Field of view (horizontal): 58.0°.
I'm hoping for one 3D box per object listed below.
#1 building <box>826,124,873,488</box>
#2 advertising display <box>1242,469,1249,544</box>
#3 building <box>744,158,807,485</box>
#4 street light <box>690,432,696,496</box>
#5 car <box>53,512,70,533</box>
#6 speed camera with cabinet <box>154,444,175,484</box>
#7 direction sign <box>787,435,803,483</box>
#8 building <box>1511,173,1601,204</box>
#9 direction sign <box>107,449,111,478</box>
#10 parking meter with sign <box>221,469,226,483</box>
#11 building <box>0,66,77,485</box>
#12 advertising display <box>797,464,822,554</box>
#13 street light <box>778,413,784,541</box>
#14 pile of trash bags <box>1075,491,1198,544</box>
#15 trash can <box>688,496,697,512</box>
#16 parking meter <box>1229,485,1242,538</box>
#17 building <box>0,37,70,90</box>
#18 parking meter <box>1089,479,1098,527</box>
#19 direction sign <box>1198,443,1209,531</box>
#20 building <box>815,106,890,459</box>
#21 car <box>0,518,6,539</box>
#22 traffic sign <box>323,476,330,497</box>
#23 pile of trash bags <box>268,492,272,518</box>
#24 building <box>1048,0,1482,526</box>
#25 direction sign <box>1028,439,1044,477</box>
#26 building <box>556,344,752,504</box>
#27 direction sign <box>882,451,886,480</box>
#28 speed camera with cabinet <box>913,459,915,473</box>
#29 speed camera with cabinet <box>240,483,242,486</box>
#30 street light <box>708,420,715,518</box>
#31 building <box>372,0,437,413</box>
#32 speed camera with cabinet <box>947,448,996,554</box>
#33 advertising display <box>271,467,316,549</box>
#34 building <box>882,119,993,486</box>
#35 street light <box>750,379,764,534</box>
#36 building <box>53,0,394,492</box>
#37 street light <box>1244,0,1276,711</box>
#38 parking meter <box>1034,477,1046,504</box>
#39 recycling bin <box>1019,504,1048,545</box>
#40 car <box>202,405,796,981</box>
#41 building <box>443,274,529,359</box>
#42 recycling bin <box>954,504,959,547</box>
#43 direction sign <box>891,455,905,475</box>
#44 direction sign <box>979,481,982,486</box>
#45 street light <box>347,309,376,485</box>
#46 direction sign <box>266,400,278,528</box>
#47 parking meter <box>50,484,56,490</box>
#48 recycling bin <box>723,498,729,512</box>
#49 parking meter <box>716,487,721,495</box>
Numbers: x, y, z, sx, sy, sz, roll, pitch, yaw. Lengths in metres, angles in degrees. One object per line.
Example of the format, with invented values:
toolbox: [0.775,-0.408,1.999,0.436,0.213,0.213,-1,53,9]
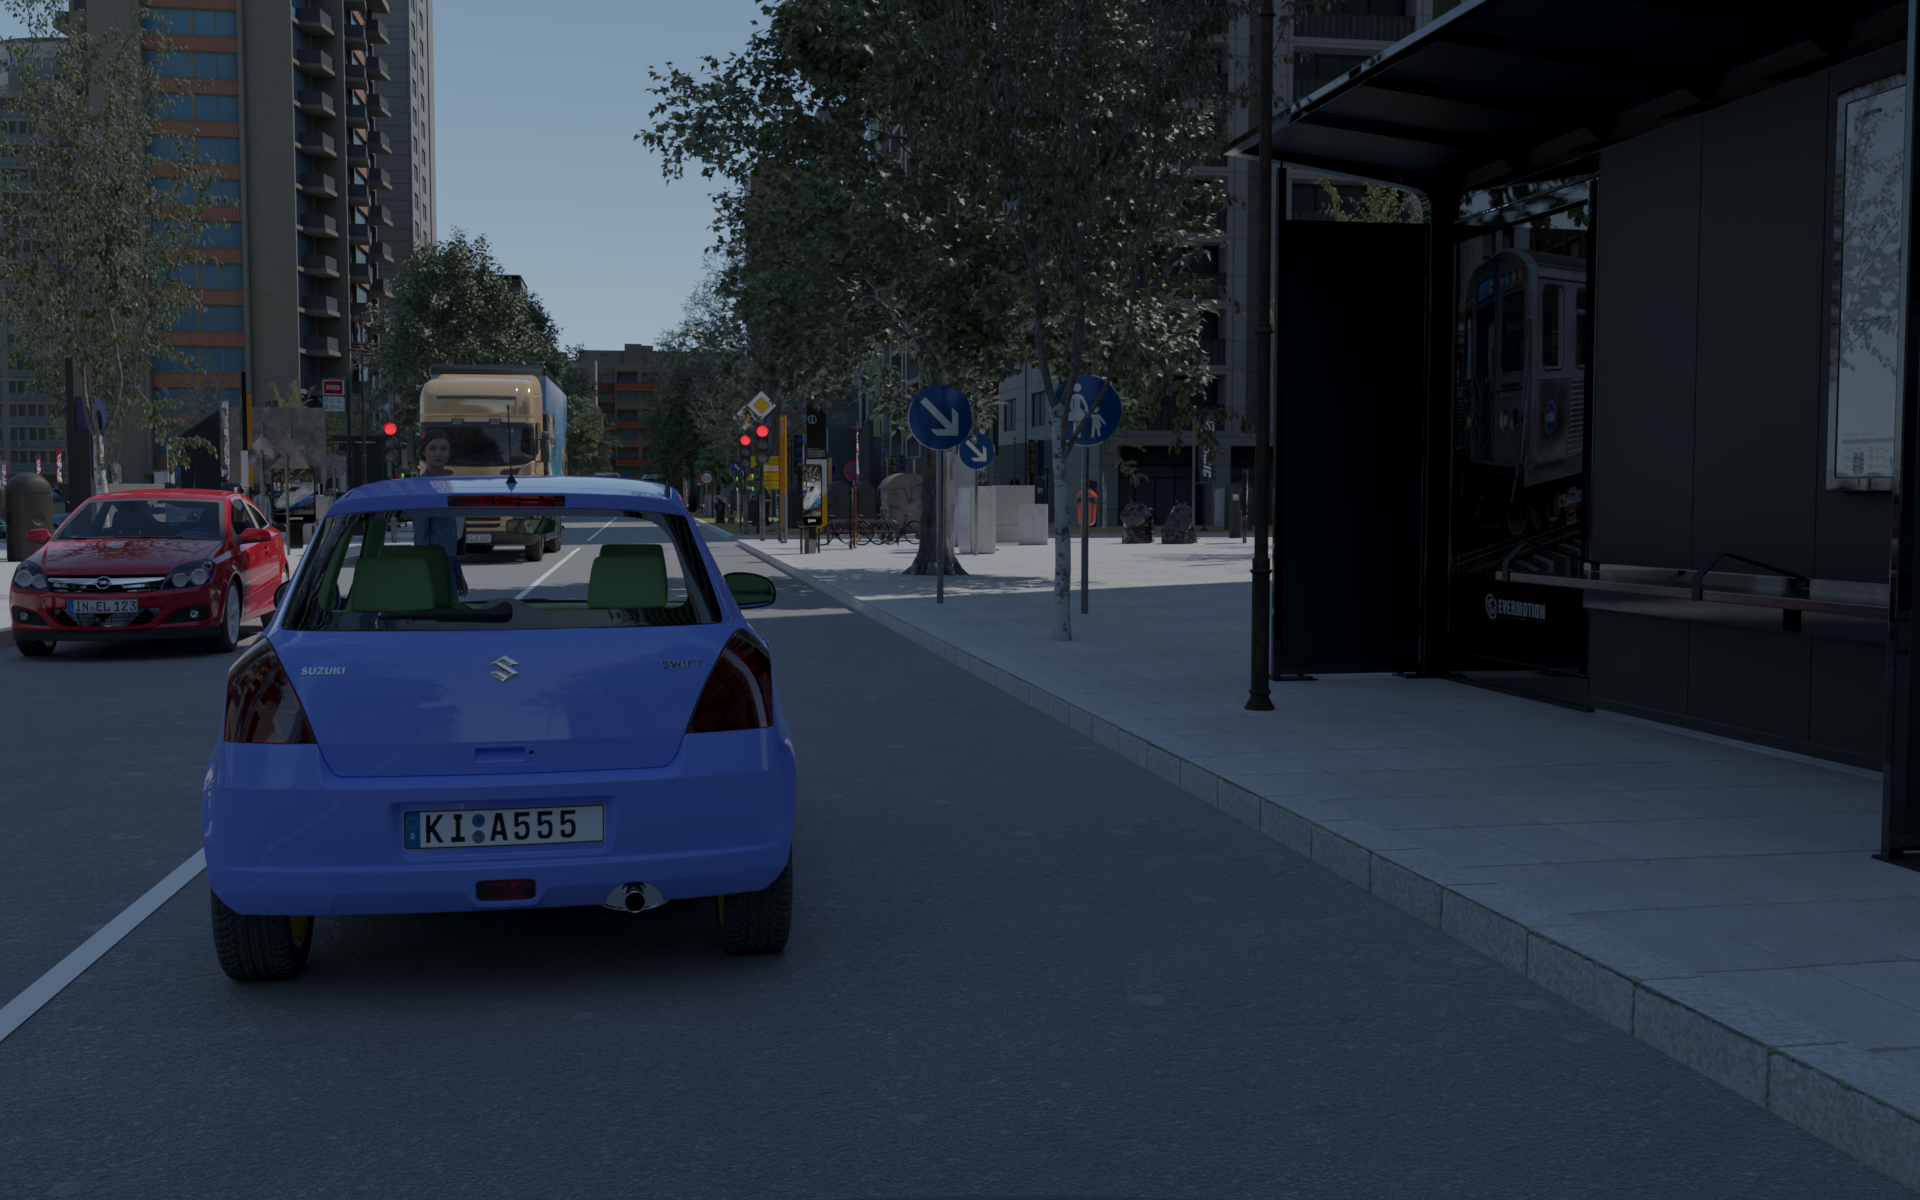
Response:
building: [-0.995,-52.059,163.838,22.319,86.520,31.000,-1,4,-10]
advertising display: [7.449,-2.449,45.256,0.123,1.923,0.974,1,4,12]
building: [-21.427,-35.714,234.036,14.200,45.320,14.600,-1,4,-10]
street light: [-19.737,-9.515,128.351,0.468,5.910,1.993,-1,4,-10]
car: [-22.981,-2.157,47.267,4.499,1.417,2.014,-1,4,-11]
speed camera with cabinet: [-31.639,-4.596,69.475,0.660,3.252,2.038,0,4,-4]
direction sign: [-6.453,-4.546,66.331,0.876,3.537,0.379,0,4,7]
building: [45.225,-33.360,87.442,28.212,58.520,21.231,-1,4,-10]
direction sign: [-42.780,-5.768,86.309,0.876,3.537,0.379,-1,4,-22]
parking meter with sign: [-52.585,-7.729,122.631,1.738,3.016,0.543,2,4,34]
building: [-84.809,-28.858,163.710,23.993,40.220,32.217,-1,4,-10]
advertising display: [-3.219,-1.955,37.179,0.123,1.923,0.974,1,4,21]
street light: [-4.870,-4.532,46.889,0.468,5.910,1.993,-1,4,-10]
pile of trash bags: [4.612,-2.190,45.558,3.447,1.369,1.912,2,4,28]
trash can: [-18.952,-6.796,122.766,0.748,1.137,0.748,0,3,0]
parking meter: [8.017,-2.566,50.371,0.372,1.533,0.369,0,3,0]
building: [-109.085,-41.616,222.423,28.212,58.520,21.231,-1,4,-10]
parking meter: [5.117,-3.757,67.136,0.399,1.863,0.255,2,4,29]
direction sign: [8.420,-4.141,59.707,0.379,3.537,0.876,3,4,37]
building: [-8.820,-30.769,186.670,14.154,41.232,14.086,-1,4,-10]
car: [-28.509,-2.342,47.094,4.718,1.807,1.959,-1,4,-12]
traffic sign: [-21.433,-3.567,58.420,0.768,2.556,0.104,0,4,-3]
pile of trash bags: [-36.114,-5.076,92.738,1.912,1.369,3.447,1,4,18]
building: [13.816,-39.167,78.639,20.611,71.187,20.563,-1,4,-10]
direction sign: [3.169,-4.901,72.135,0.876,3.537,0.379,-3,5,-41]
building: [-44.014,-24.066,238.520,28.899,21.520,27.650,-1,4,-10]
direction sign: [-4.047,-6.080,91.408,0.379,3.537,0.876,0,4,-8]
speed camera with cabinet: [-2.682,-6.277,96.957,0.660,3.252,2.038,1,4,23]
speed camera with cabinet: [-47.784,-7.338,114.315,2.038,3.252,0.660,0,4,-5]
street light: [-13.255,-7.330,92.627,0.468,5.910,1.993,-1,4,-10]
building: [-63.979,-44.930,172.851,20.611,71.187,20.563,-1,4,-10]
speed camera with cabinet: [0.228,-2.658,37.798,0.660,3.252,2.038,-1,4,-16]
advertising display: [-15.584,-2.159,40.519,0.974,1.923,0.123,-2,4,-34]
building: [4.352,-41.797,121.635,20.563,71.187,20.611,-1,4,-10]
street light: [-6.512,-5.081,55.855,0.468,5.910,1.993,-1,4,-10]
building: [-57.201,-29.465,136.369,22.147,44.769,28.867,-1,4,-10]
street light: [1.787,-2.285,10.151,0.468,5.910,1.993,-1,4,-10]
parking meter: [2.703,-3.232,58.555,0.399,1.863,0.255,0,4,-4]
recycling bin: [1.862,-1.914,43.853,0.722,1.027,0.722,0,4,3]
car: [-1.624,0.188,6.522,1.945,1.707,3.694,-1,4,-12]
building: [-63.899,-27.857,227.161,14.107,30.474,14.160,-1,4,-10]
recycling bin: [0.136,-1.820,42.310,0.722,1.027,0.722,2,4,25]
direction sign: [-3.620,-6.686,101.315,0.876,3.537,0.379,1,4,16]
direction sign: [0.486,-3.001,41.071,0.379,3.537,0.876,0,4,5]
street light: [-14.976,-4.324,43.477,0.468,5.910,1.993,-1,4,-10]
direction sign: [-16.703,-3.066,42.129,0.379,3.537,0.876,-3,4,-38]
parking meter: [-50.905,-5.598,97.240,0.399,1.863,0.255,0,4,-5]
recycling bin: [-17.410,-7.014,127.236,0.722,1.027,0.722,0,4,4]
parking meter: [-14.795,-6.136,106.039,0.255,1.863,0.399,-1,4,-16]
